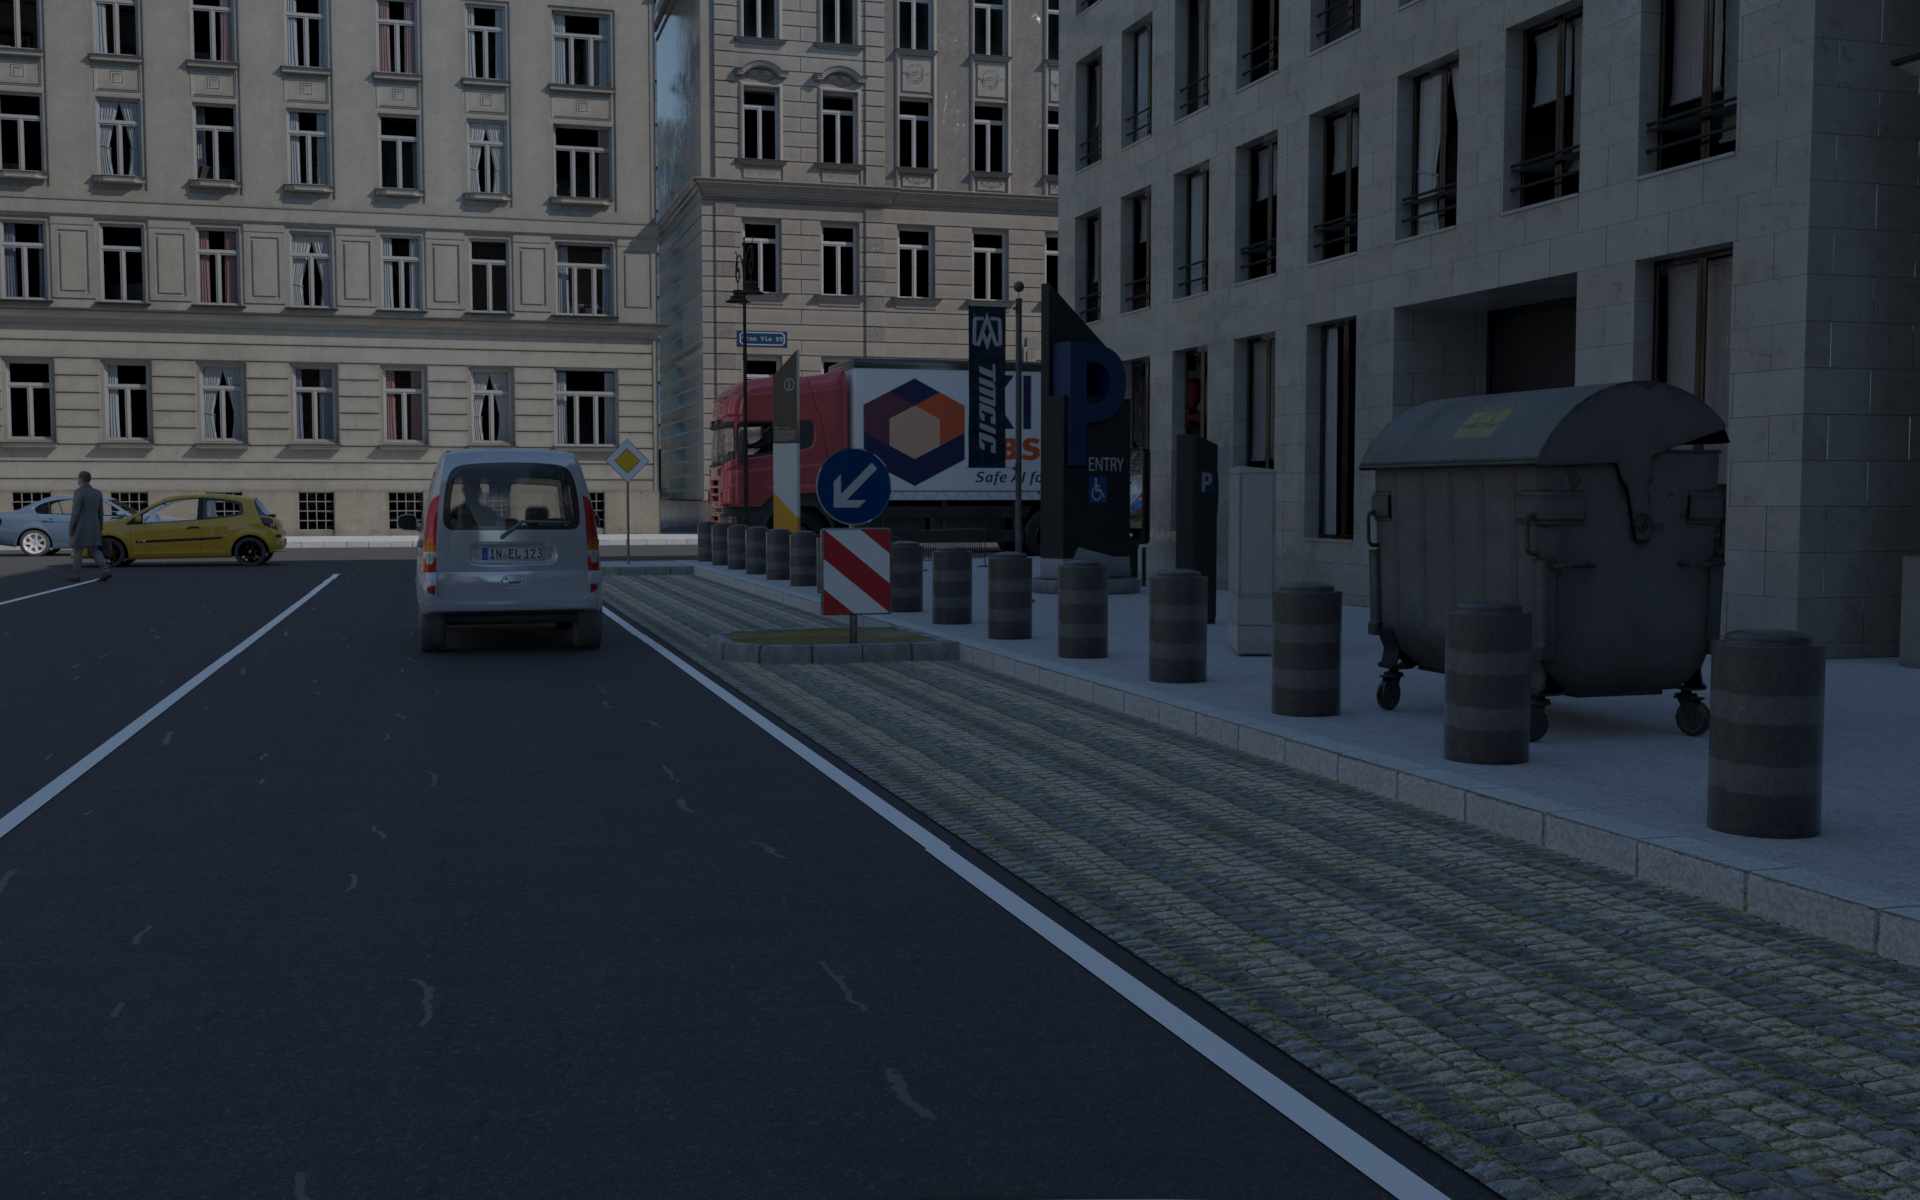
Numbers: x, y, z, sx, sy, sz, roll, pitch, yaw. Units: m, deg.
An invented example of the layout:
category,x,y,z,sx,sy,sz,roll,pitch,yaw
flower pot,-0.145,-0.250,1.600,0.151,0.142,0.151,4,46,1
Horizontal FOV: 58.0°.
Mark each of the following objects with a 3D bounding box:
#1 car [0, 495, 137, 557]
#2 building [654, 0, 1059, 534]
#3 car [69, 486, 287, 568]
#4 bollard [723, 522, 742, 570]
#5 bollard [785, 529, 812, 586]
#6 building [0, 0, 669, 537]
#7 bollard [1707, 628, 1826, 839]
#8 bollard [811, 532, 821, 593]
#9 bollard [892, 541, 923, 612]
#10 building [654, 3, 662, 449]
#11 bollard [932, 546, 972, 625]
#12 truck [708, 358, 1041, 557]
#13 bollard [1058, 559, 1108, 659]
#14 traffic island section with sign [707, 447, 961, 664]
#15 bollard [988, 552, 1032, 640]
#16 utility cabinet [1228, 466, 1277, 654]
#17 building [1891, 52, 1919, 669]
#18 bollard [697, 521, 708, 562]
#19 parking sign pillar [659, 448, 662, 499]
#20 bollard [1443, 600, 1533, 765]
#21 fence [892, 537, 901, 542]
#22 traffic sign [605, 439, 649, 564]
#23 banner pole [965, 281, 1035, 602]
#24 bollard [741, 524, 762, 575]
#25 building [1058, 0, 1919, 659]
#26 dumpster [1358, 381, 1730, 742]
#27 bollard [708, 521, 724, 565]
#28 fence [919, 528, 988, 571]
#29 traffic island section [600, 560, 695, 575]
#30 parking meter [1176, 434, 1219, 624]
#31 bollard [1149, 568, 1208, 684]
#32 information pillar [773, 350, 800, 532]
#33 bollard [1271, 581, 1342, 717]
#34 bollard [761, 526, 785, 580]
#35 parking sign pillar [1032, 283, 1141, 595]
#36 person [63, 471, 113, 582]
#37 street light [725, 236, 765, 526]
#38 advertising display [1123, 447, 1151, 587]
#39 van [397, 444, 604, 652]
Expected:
category,x,y,z,sx,sy,sz,roll,pitch,yaw
car,-20.269,-1.764,40.849,4.499,1.417,2.014,-1,4,-18
building,1.848,-16.253,63.000,25.104,27.353,12.463,-1,4,-17
car,-15.691,-1.505,34.838,3.980,1.641,2.015,-1,4,-16
bollard,-3.756,-0.905,29.514,0.404,0.777,0.398,0,3,0
bollard,-2.180,-0.582,24.229,0.404,0.777,0.398,0,3,0
building,-25.306,-13.725,57.689,30.059,22.955,16.112,-1,4,-17
bollard,3.074,0.496,6.609,0.404,0.777,0.398,0,3,0
bollard,-1.657,-0.474,22.466,0.404,0.777,0.398,0,3,0
bollard,-0.603,-0.258,18.935,0.404,0.777,0.398,0,3,0
building,-19.772,-36.348,136.294,21.231,58.520,28.212,-1,4,-17
bollard,-0.076,-0.150,17.176,0.404,0.777,0.398,0,3,0
truck,-0.367,-2.966,37.404,11.283,4.237,2.839,-1,4,-16
bollard,0.970,0.065,13.652,0.404,0.777,0.398,0,3,0
traffic island section with sign,-1.218,-0.421,15.509,1.989,1.847,2.006,-1,4,-17
bollard,0.446,-0.042,15.410,0.404,0.777,0.398,0,3,0
utility cabinet,2.398,-0.337,14.188,0.318,1.500,1.173,0,4,5
building,14.083,-8.583,4.957,10.561,19.102,19.286,-1,4,-17
bollard,-4.804,-1.121,33.037,0.404,0.777,0.398,0,3,0
parking sign pillar,-12.551,-5.293,75.011,1.447,3.967,1.447,-1,4,-15
bollard,2.549,0.388,8.366,0.404,0.777,0.398,0,3,0
fence,-1.278,-0.586,24.957,0.278,0.683,2.069,-2,4,-27
traffic sign,-6.076,-1.714,31.665,0.795,2.450,0.064,-1,4,-17
banner pole,0.473,-1.859,20.406,0.863,3.779,0.401,-1,4,-18
bollard,-3.234,-0.798,27.756,0.404,0.777,0.398,0,3,0
building,9.022,-10.244,22.238,10.420,20.320,16.860,-1,4,-17
dumpster,3.233,-0.242,9.710,1.264,1.857,1.865,-1,4,-17
bollard,-4.280,-1.013,31.280,0.404,0.777,0.398,0,3,0
fence,-0.115,-0.875,29.684,0.278,0.683,2.069,2,4,34
traffic island section,-6.055,-0.579,31.748,2.009,0.180,2.903,-1,4,-17
parking meter,2.338,-0.696,17.086,0.399,1.863,0.255,-3,5,-43
bollard,1.497,0.173,11.896,0.404,0.777,0.398,0,3,0
information pillar,-2.828,-2.264,28.366,0.504,3.616,0.183,2,4,28
bollard,2.026,0.281,10.123,0.404,0.777,0.398,0,3,0
bollard,-2.706,-0.689,25.986,0.404,0.777,0.398,0,3,0
parking sign pillar,1.647,-2.086,22.583,1.447,3.967,1.447,-3,5,-43
person,-14.327,-1.210,28.390,0.767,1.812,0.694,1,4,15
street light,-3.880,-3.578,31.293,0.468,5.910,1.993,-1,4,-17
advertising display,2.367,-1.170,24.351,0.123,1.923,0.974,-2,4,-26
van,-4.552,-0.626,17.255,2.013,2.044,4.112,-1,4,-17
